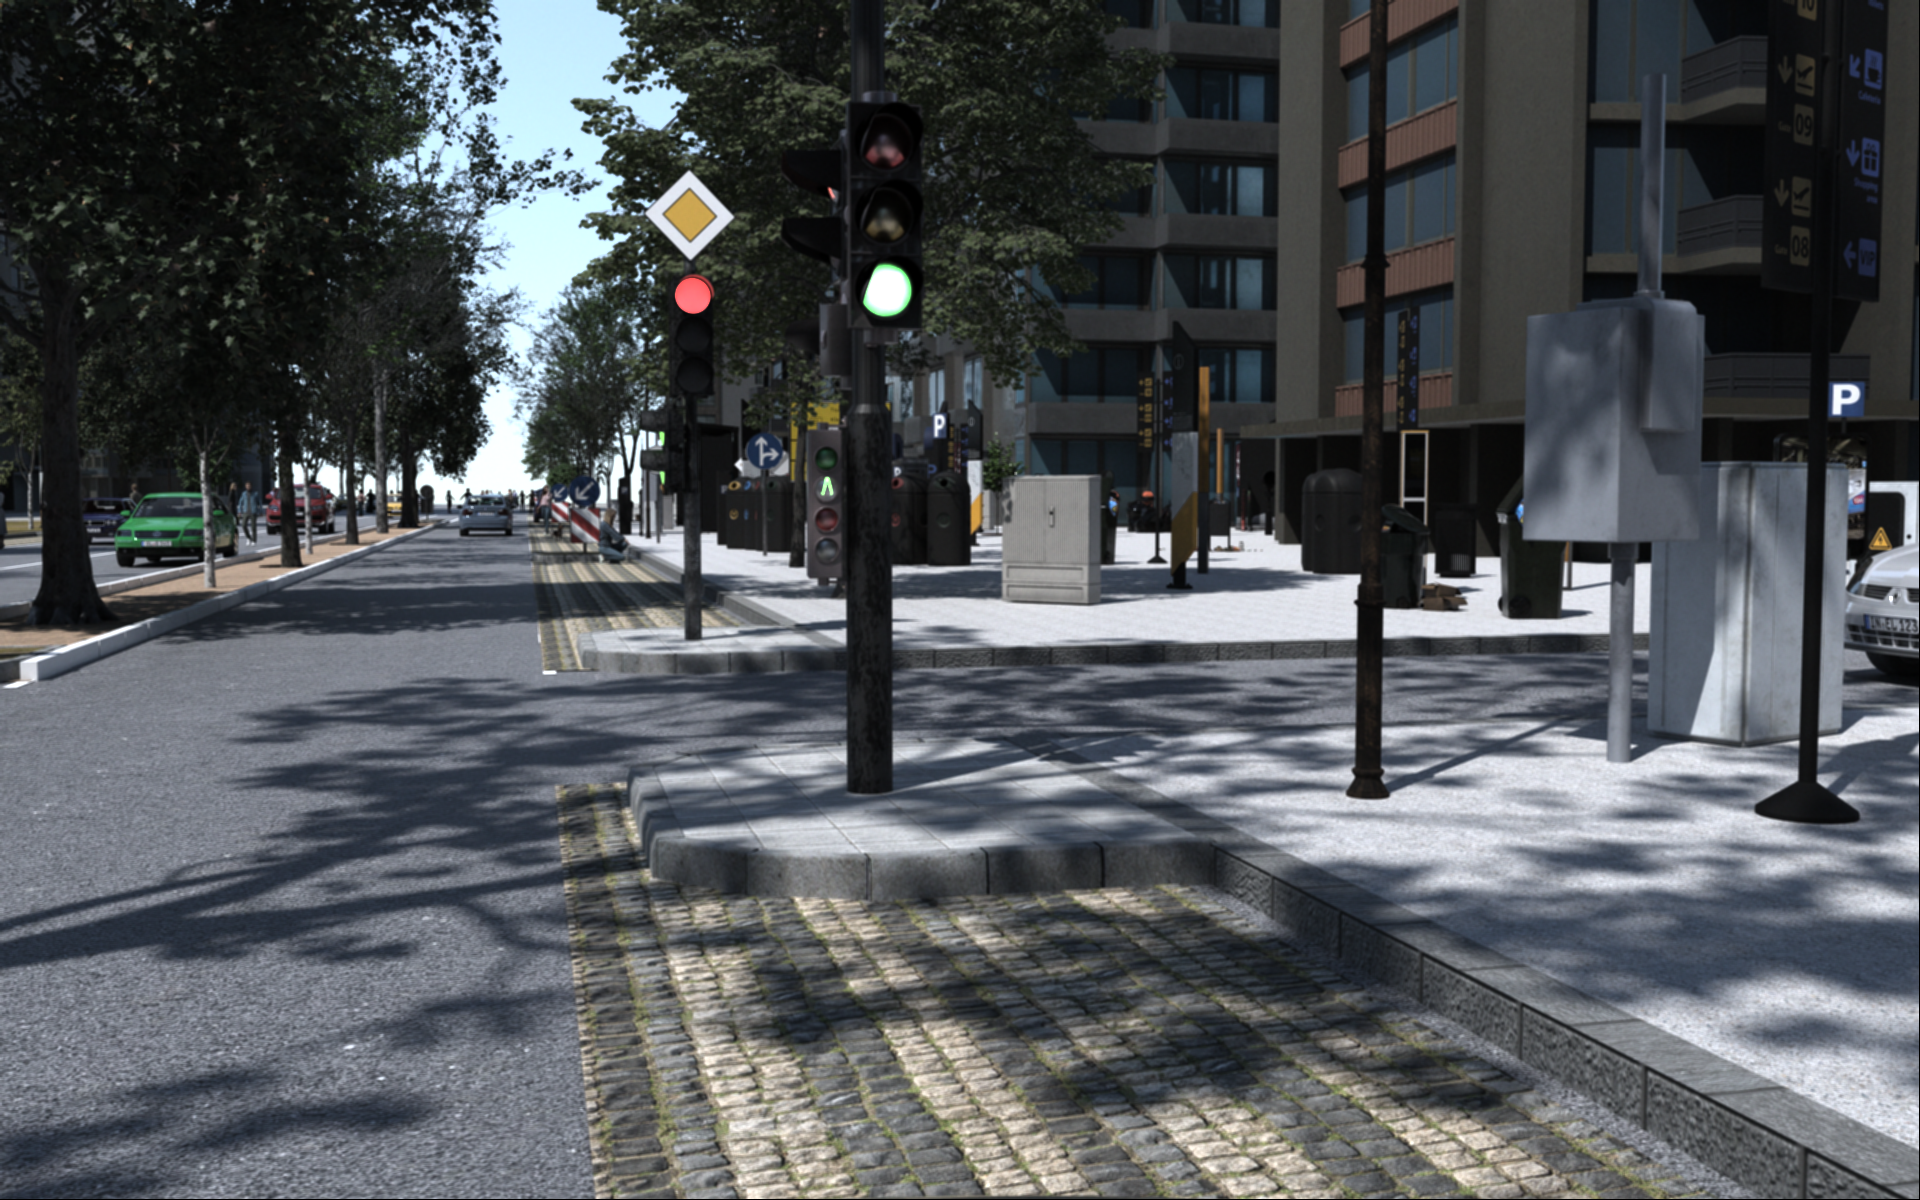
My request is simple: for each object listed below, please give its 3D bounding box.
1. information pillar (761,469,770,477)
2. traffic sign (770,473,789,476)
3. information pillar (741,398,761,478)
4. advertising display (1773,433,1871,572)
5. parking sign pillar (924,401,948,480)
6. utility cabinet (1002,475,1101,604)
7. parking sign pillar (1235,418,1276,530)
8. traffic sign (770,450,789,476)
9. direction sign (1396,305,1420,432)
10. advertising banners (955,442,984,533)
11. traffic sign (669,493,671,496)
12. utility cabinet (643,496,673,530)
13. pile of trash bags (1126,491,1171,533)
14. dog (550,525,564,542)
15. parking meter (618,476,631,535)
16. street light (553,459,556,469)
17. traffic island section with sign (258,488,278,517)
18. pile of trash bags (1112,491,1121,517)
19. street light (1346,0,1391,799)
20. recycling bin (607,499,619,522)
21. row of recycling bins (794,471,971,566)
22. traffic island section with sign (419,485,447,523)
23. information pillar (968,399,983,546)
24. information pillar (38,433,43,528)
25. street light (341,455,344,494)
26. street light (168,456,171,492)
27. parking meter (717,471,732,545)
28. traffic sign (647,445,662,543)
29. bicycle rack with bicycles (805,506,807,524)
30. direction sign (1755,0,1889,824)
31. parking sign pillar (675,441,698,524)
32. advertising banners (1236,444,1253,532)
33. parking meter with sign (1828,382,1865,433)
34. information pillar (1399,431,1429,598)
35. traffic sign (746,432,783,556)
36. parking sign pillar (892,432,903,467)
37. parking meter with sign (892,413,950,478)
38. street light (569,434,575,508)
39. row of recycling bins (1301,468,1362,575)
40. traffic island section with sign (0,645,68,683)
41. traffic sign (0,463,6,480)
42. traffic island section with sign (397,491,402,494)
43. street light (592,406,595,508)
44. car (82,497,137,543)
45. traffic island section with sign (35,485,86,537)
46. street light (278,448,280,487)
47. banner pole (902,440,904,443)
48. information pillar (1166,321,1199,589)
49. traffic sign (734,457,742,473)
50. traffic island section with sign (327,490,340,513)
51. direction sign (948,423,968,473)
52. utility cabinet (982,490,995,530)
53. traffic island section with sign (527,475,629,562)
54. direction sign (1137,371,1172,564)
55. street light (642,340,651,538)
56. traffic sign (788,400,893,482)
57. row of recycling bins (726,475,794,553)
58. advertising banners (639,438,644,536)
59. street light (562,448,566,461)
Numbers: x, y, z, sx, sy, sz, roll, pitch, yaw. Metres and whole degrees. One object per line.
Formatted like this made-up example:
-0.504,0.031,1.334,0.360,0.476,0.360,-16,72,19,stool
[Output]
-5.457,-2.663,48.037,0.304,2.012,0.304,-2,4,-28,information pillar
-6.029,-3.482,56.936,0.884,2.594,0.081,-1,4,-11,traffic sign
-5.140,-3.132,42.560,0.504,3.616,0.183,-2,4,-27,information pillar
9.123,-0.805,18.378,0.974,1.923,0.123,0,4,0,advertising display
-0.691,-3.746,49.716,1.447,3.967,1.447,1,4,12,parking sign pillar
1.059,-0.709,20.274,1.173,1.500,0.318,2,4,33,utility cabinet
10.572,-4.487,61.833,1.447,3.967,1.447,0,4,-1,parking sign pillar
-5.187,-3.044,49.868,0.768,2.556,0.104,-1,4,-10,traffic sign
5.492,-1.792,21.296,0.379,3.537,0.876,0,4,-1,direction sign
0.274,-3.775,57.914,0.090,3.025,2.074,-2,4,-27,advertising banners
-15.080,-5.501,90.040,0.768,2.556,0.104,-1,4,-9,traffic sign
-10.851,-3.127,62.291,1.020,1.237,0.306,-1,4,-22,utility cabinet
6.584,-2.999,58.792,1.912,1.369,3.447,0,4,-4,pile of trash bags
-12.096,-1.999,51.975,0.540,0.507,0.406,0,4,6,dog
-10.601,-2.997,54.713,0.399,1.863,0.255,0,4,-6,parking meter
-47.967,-14.196,204.894,0.468,5.910,1.993,-1,4,-14,street light
-42.481,-6.060,107.705,1.989,1.847,2.006,-1,4,-14,traffic island section with sign
3.573,-2.898,57.140,3.447,1.369,1.912,0,4,6,pile of trash bags
1.733,-2.104,7.182,0.468,5.910,1.993,-1,4,-14,street light
-16.138,-4.205,81.301,0.722,1.027,0.722,0,4,5,recycling bin
-1.302,-1.515,31.881,3.534,1.692,1.069,2,4,34,row of recycling bins
-26.599,-4.781,86.305,2.006,1.907,1.989,-1,4,-14,traffic island section with sign
0.366,-3.135,42.610,0.183,3.616,0.504,-3,5,-41,information pillar
-34.996,-4.567,66.029,0.183,3.616,0.504,-3,5,-39,information pillar
-59.115,-11.806,165.817,0.468,5.910,1.993,-1,4,-14,street light
-38.902,-6.873,85.158,0.468,5.910,1.993,-1,4,-14,street light
-5.920,-2.321,43.661,0.399,1.863,0.255,-1,4,-11,parking meter
-7.889,-2.761,45.246,0.768,2.556,0.104,-1,4,-13,traffic sign
-6.080,-3.696,73.809,2.852,0.926,2.925,-3,4,-39,bicycle rack with bicycles
3.379,-0.906,6.806,0.876,3.537,0.379,-3,4,-37,direction sign
-11.733,-5.324,75.519,1.447,3.967,1.447,1,4,10,parking sign pillar
9.805,-3.890,59.792,0.090,3.025,2.074,0,4,-6,advertising banners
13.943,-1.929,27.807,0.543,3.016,1.738,1,4,13,parking meter with sign
5.285,-0.961,20.200,0.304,2.012,0.304,1,4,11,information pillar
-4.051,-2.191,35.936,0.768,2.556,0.104,0,4,-8,traffic sign
-2.196,-4.111,55.683,1.447,3.967,1.447,1,4,12,parking sign pillar
-1.077,-2.486,36.900,1.738,3.016,0.543,-3,4,-36,parking meter with sign
-27.859,-9.286,124.614,0.468,5.910,1.993,-1,4,-14,street light
6.265,-1.353,29.229,1.069,1.692,3.534,0,4,7,row of recycling bins
-8.270,-0.324,13.428,2.006,1.907,1.989,-1,4,-14,traffic island section with sign
-37.403,-4.102,67.174,0.768,2.556,0.104,-1,4,-12,traffic sign
-69.317,-12.591,214.487,1.989,1.847,2.006,-1,4,-14,traffic island section with sign
-18.565,-7.035,87.807,0.468,5.910,1.993,-1,4,-14,street light
-24.701,-2.286,49.955,1.945,1.354,3.894,-1,4,-16,car
-30.294,-3.093,59.205,1.989,1.847,2.006,-1,4,-14,traffic island section with sign
-48.343,-9.186,122.981,0.468,5.910,1.993,-1,4,-14,street light
-2.709,-4.945,70.870,0.863,3.779,0.401,0,4,-6,banner pole
3.016,-1.954,23.302,0.183,3.616,0.504,-2,4,-30,information pillar
-5.445,-2.668,44.807,0.795,2.450,0.064,-1,4,-9,traffic sign
-49.064,-7.661,133.881,1.989,1.847,2.006,-1,4,-14,traffic island section with sign
-0.081,-3.891,55.616,0.876,3.537,0.379,0,4,2,direction sign
0.690,-3.268,62.108,1.173,1.500,0.318,3,4,38,utility cabinet
-8.169,-1.741,37.092,1.989,1.847,2.006,-1,4,-14,traffic island section with sign
3.660,-2.449,32.031,0.876,3.537,0.379,3,4,36,direction sign
-9.030,-4.723,50.006,0.468,5.910,1.993,-1,4,-14,street light
-2.596,-2.682,37.717,2.265,3.308,0.079,-1,4,-11,traffic sign
-4.429,-1.984,39.547,1.069,1.692,3.534,-2,4,-26,row of recycling bins
-9.815,-3.497,53.370,0.090,3.025,2.074,0,4,-8,advertising banners
-37.171,-11.601,162.470,0.468,5.910,1.993,-1,4,-14,street light
